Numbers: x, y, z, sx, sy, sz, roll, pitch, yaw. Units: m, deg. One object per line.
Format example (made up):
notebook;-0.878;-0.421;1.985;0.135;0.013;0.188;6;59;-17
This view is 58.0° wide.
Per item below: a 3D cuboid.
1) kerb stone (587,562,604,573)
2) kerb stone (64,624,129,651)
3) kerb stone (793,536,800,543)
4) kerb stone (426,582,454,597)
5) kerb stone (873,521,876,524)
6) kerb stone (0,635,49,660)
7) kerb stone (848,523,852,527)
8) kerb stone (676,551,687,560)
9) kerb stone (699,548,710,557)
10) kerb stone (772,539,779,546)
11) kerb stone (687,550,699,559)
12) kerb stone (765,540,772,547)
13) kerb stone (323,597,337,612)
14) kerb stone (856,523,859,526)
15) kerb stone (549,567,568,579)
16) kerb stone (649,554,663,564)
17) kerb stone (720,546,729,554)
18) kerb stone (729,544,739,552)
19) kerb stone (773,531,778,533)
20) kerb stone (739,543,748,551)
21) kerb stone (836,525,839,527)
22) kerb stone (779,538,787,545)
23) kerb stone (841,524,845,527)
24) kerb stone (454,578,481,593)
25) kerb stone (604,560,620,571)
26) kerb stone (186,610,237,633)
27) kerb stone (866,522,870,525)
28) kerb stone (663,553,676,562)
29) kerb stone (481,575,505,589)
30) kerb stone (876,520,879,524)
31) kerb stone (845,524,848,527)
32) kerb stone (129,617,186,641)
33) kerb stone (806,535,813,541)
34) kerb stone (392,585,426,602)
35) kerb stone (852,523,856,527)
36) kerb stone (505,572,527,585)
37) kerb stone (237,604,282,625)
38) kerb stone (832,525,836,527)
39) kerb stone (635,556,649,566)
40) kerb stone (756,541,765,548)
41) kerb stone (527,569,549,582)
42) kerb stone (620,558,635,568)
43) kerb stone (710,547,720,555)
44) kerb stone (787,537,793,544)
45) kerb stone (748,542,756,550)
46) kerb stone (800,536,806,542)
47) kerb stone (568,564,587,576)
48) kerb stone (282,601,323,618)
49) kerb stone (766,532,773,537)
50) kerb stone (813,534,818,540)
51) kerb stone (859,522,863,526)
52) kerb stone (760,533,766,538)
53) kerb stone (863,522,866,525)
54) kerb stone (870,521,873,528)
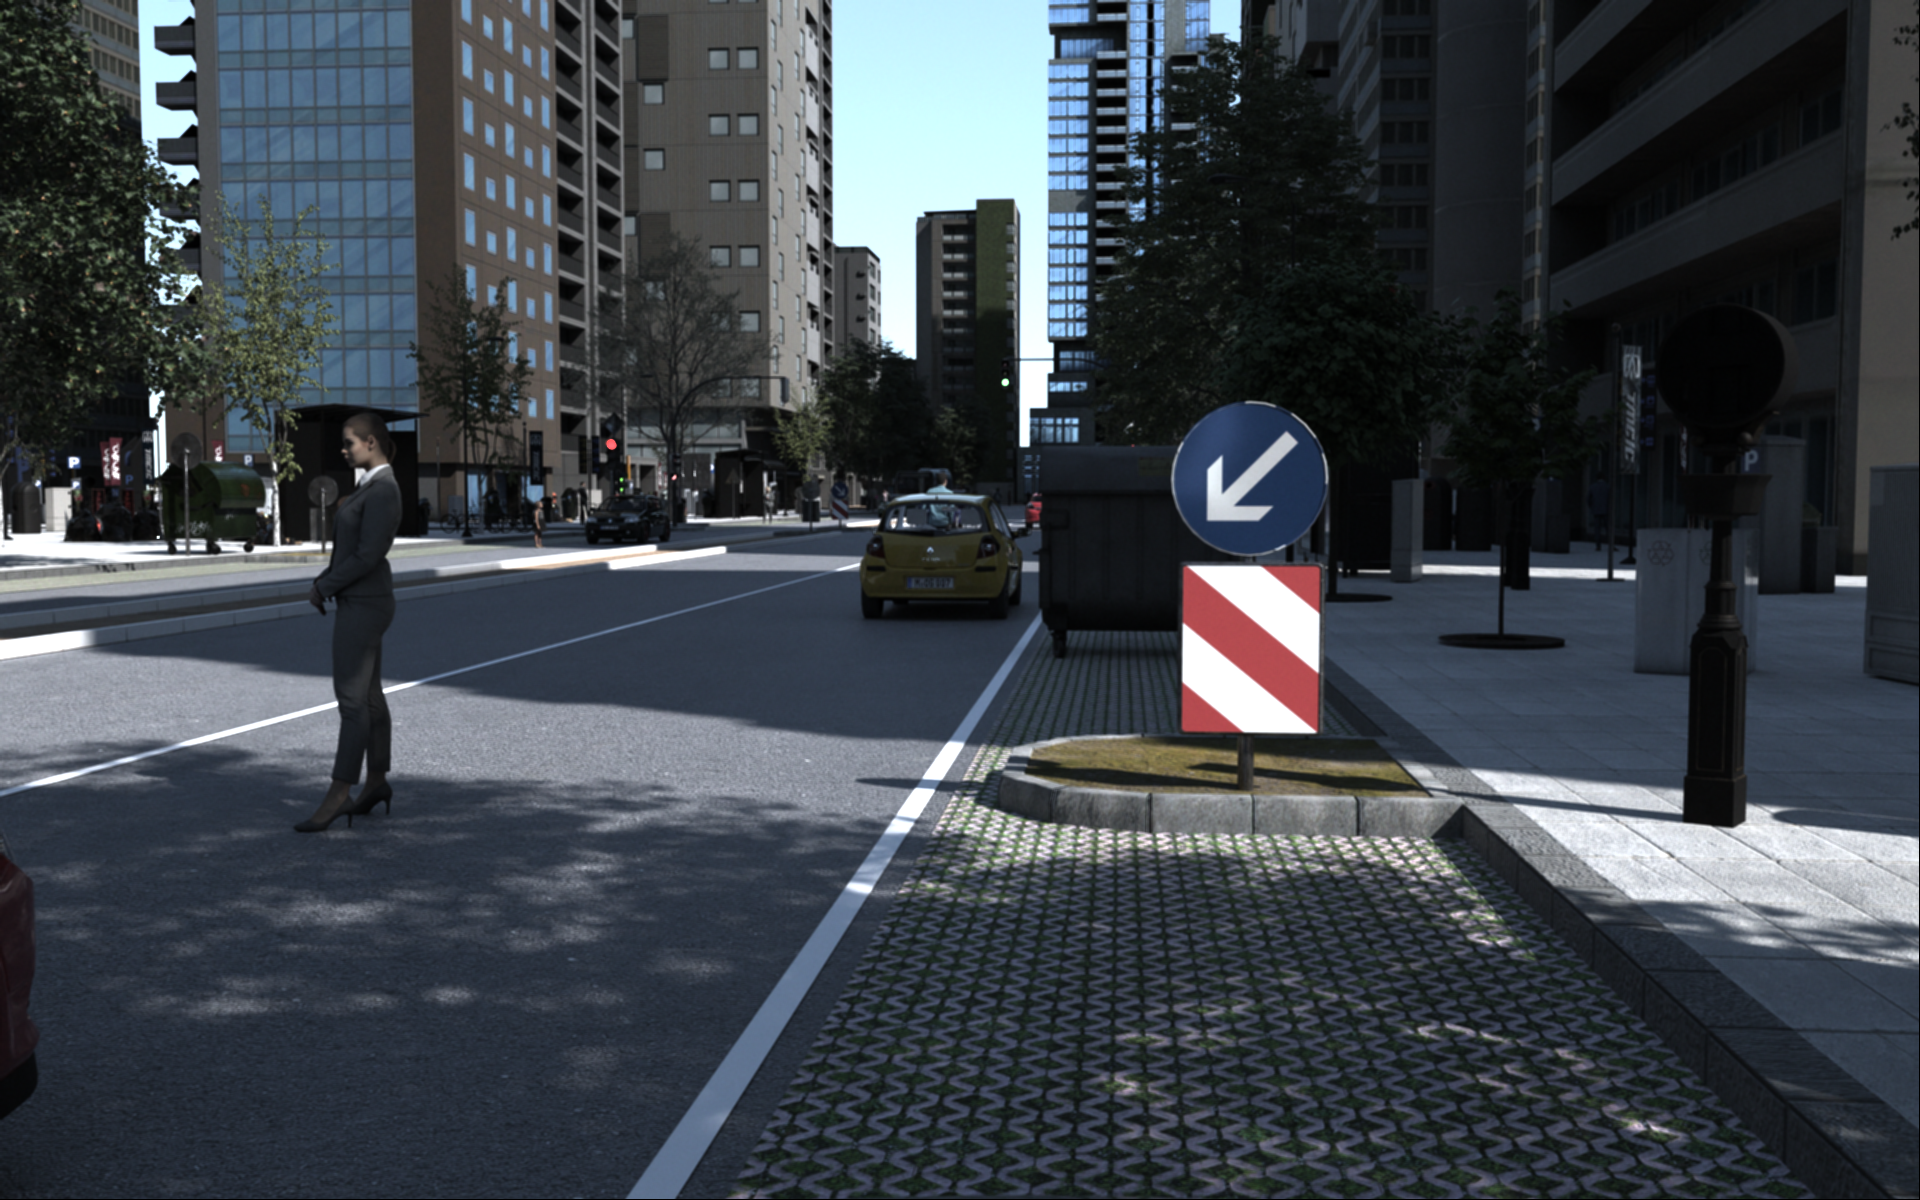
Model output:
kerb stone;-6.758;-0.575;31.633;0.120;0.150;1.000;0;4;5
kerb stone;-8.203;0.359;16.322;0.120;0.150;1.000;0;4;5
kerb stone;-4.934;-1.763;51.020;0.120;0.150;1.000;0;4;5
kerb stone;-7.437;-0.140;24.478;0.120;0.150;1.000;0;4;5
kerb stone;-4.192;-3.610;81.327;0.120;0.150;1.000;0;4;5
kerb stone;-8.297;0.422;15.297;0.120;0.150;1.000;0;4;5
kerb stone;-4.865;-3.180;74.185;0.120;0.150;1.000;0;4;5
kerb stone;-6.183;-0.952;37.758;0.120;0.150;1.000;0;4;5
kerb stone;-5.987;-1.077;39.811;0.120;0.150;1.000;0;4;5
kerb stone;-5.229;-1.572;47.954;0.120;0.150;1.000;0;4;5
kerb stone;-6.087;-1.012;38.779;0.120;0.150;1.000;0;4;5
kerb stone;-5.322;-1.513;46.936;0.120;0.150;1.000;0;4;5
kerb stone;-7.726;0.047;21.419;0.120;0.150;1.000;0;4;5
kerb stone;-4.672;-3.303;76.224;0.120;0.150;1.000;0;4;5
kerb stone;-6.961;-0.449;29.588;0.120;0.150;1.000;0;4;5
kerb stone;-6.375;-0.827;35.721;0.120;0.150;1.000;0;4;5
kerb stone;-5.806;-1.202;41.847;0.120;0.150;1.000;0;4;5
kerb stone;-5.702;-1.260;42.866;0.120;0.150;1.000;0;4;5
kerb stone;-6.346;-2.215;58.411;0.120;0.150;1.000;0;4;5
kerb stone;-5.602;-1.325;43.883;0.120;0.150;1.000;0;4;5
kerb stone;-5.154;-2.989;71.127;0.120;0.150;1.000;0;4;5
kerb stone;-5.131;-1.638;48.979;0.120;0.150;1.000;0;4;5
kerb stone;-5.052;-3.055;72.147;0.120;0.150;1.000;0;4;5
kerb stone;-7.337;-0.202;25.497;0.120;0.150;1.000;0;4;5
kerb stone;-6.666;-0.639;32.651;0.120;0.150;1.000;0;4;5
kerb stone;-8.009;0.235;18.357;0.120;0.150;1.000;0;4;5
kerb stone;-4.388;-3.492;79.282;0.120;0.150;1.000;0;4;5
kerb stone;-6.277;-0.890;36.741;0.120;0.150;1.000;0;4;5
kerb stone;-7.248;-0.264;26.516;0.120;0.150;1.000;0;4;5
kerb stone;-4.099;-3.679;82.344;0.120;0.150;1.000;0;4;5
kerb stone;-4.960;-3.117;73.166;0.120;0.150;1.000;0;4;5
kerb stone;-8.105;0.297;17.339;0.120;0.150;1.000;0;4;5
kerb stone;-4.742;-1.888;53.058;0.120;0.150;1.000;0;4;5
kerb stone;-7.529;-0.077;23.460;0.120;0.150;1.000;0;4;5
kerb stone;-4.769;-3.242;75.203;0.120;0.150;1.000;0;4;5
kerb stone;-7.150;-0.326;27.533;0.120;0.150;1.000;0;4;5
kerb stone;-7.915;0.175;19.380;0.120;0.150;1.000;0;4;5
kerb stone;-5.246;-2.929;70.093;0.120;0.150;1.000;0;4;5
kerb stone;-6.478;-0.765;34.698;0.120;0.150;1.000;0;4;5
kerb stone;-5.412;-1.451;45.918;0.120;0.150;1.000;0;4;5
kerb stone;-7.050;-0.389;28.559;0.120;0.150;1.000;0;4;5
kerb stone;-6.576;-0.702;33.677;0.120;0.150;1.000;0;4;5
kerb stone;-5.900;-1.140;40.829;0.120;0.150;1.000;0;4;5
kerb stone;-5.034;-1.700;49.997;0.120;0.150;1.000;0;4;5
kerb stone;-5.508;-1.386;44.900;0.120;0.150;1.000;0;4;5
kerb stone;-4.841;-1.823;52.038;0.120;0.150;1.000;0;4;5
kerb stone;-6.859;-0.515;30.616;0.120;0.150;1.000;0;4;5
kerb stone;-7.819;0.110;20.399;0.120;0.150;1.000;0;4;5
kerb stone;-6.443;-2.152;57.387;0.120;0.150;1.000;0;4;5
kerb stone;-4.652;-1.951;54.087;0.120;0.150;1.000;0;4;5
kerb stone;-4.578;-3.367;77.242;0.120;0.150;1.000;0;4;5
kerb stone;-6.548;-2.090;56.366;0.120;0.150;1.000;0;4;5
kerb stone;-4.478;-3.429;78.264;0.120;0.150;1.000;0;4;5
kerb stone;-4.293;-3.554;80.300;0.120;0.150;1.000;0;4;5
